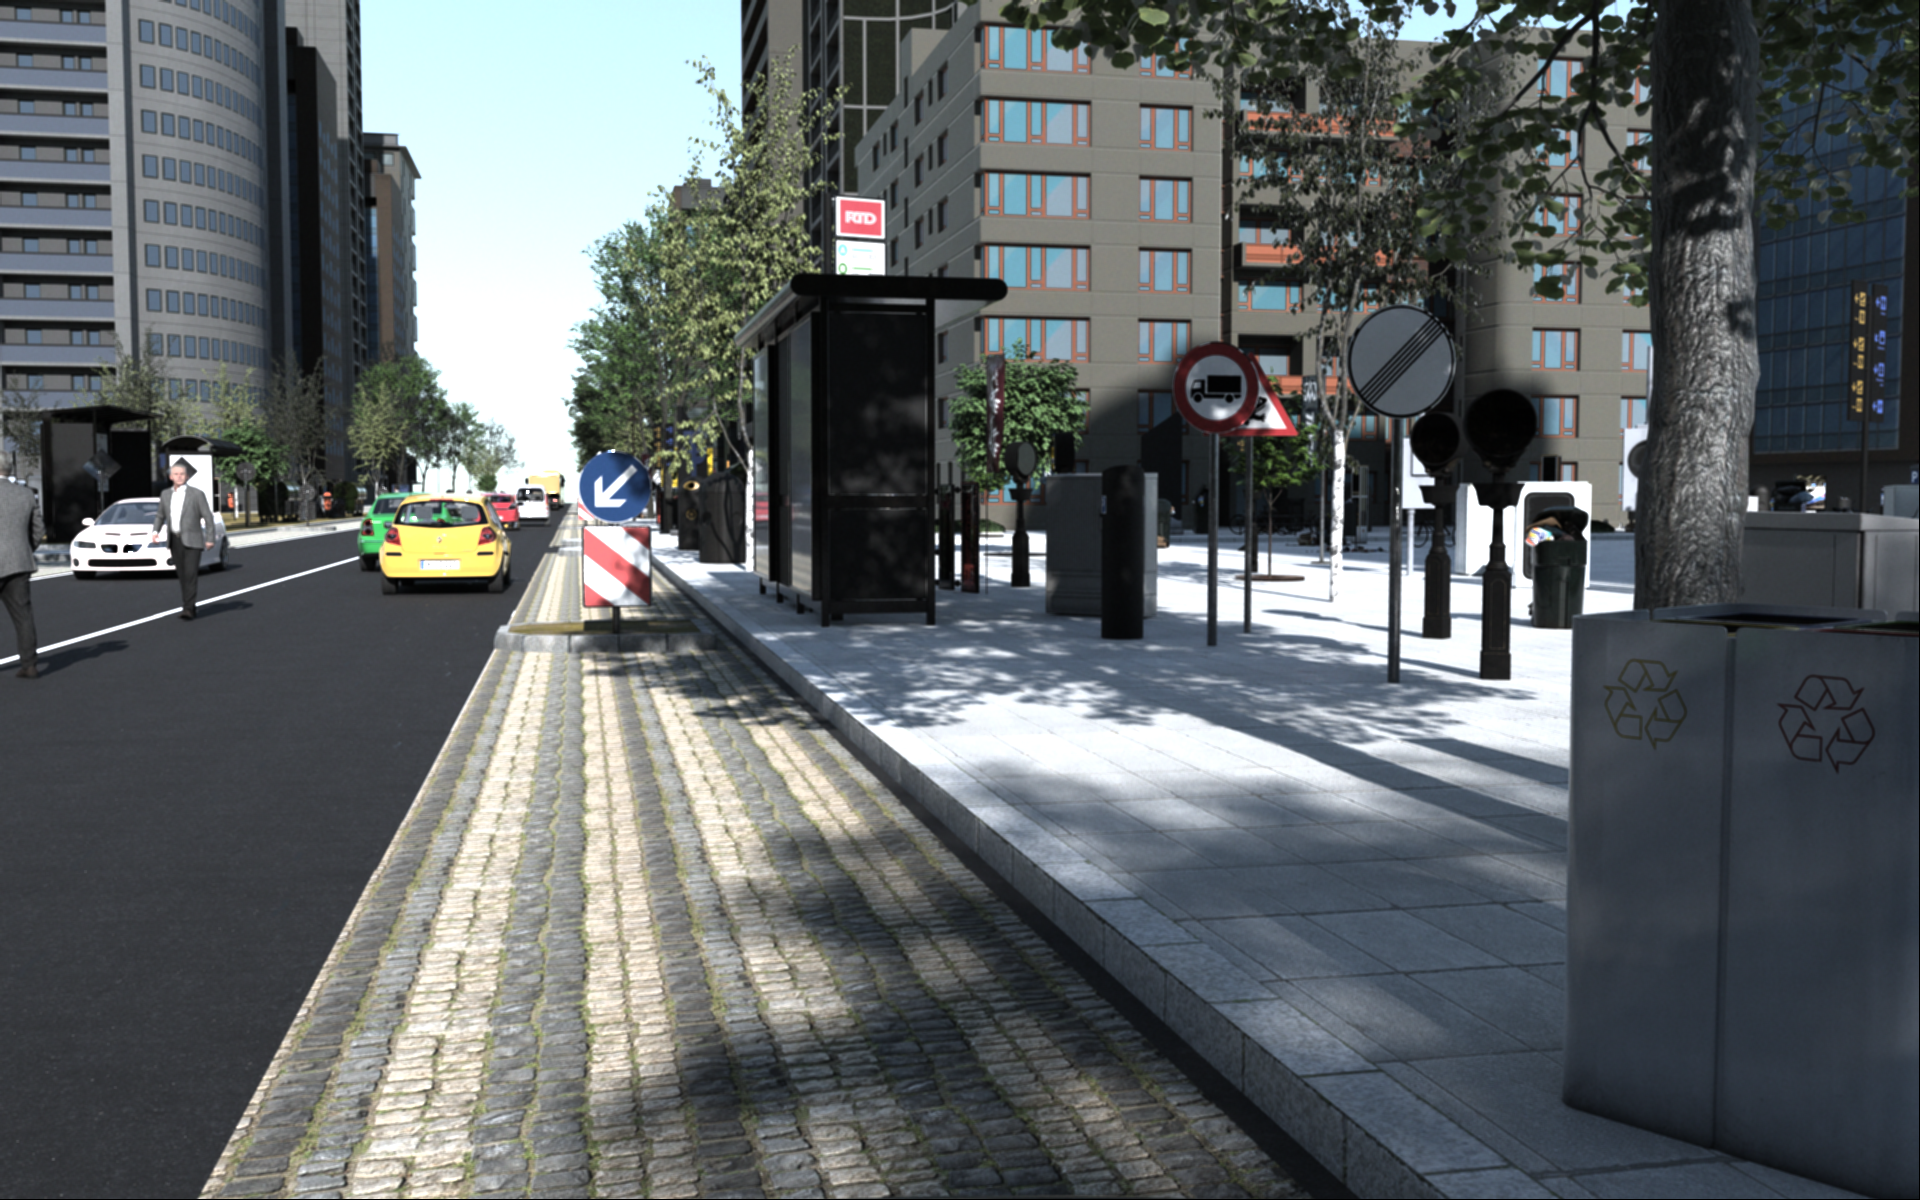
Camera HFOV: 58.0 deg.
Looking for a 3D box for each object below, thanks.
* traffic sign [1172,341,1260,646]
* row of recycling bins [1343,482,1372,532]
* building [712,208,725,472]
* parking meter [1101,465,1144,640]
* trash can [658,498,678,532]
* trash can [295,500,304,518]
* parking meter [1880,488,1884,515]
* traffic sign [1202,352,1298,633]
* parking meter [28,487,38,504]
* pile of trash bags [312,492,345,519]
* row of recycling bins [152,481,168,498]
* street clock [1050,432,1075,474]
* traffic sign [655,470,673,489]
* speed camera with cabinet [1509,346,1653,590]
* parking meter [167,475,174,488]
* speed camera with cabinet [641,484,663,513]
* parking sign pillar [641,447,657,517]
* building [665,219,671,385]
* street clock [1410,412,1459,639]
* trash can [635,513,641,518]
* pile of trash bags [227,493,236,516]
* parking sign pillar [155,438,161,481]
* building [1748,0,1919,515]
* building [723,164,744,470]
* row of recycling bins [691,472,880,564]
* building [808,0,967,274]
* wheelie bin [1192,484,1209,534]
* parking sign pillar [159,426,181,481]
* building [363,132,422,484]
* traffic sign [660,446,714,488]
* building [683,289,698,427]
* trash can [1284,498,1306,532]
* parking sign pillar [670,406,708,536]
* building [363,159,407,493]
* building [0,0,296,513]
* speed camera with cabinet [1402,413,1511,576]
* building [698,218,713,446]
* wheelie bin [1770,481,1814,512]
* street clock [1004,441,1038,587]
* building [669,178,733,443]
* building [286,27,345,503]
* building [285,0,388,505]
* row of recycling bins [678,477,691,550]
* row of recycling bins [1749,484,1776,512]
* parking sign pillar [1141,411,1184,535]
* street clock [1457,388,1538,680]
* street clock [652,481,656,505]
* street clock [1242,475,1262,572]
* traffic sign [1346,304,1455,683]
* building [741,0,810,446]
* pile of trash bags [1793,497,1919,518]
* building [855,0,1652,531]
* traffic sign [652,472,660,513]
[{"bbox_3d":[2.134,-0.885,14.583,0.768,2.556,0.104,-1,4,-12],"label":"traffic sign"},{"bbox_3d":[13.594,-3.247,60.197,1.069,1.692,3.534,0,4,4],"label":"row of recycling bins"},{"bbox_3d":[-16.164,-24.290,168.834,14.160,30.474,14.107,-1,4,-12],"label":"building"},{"bbox_3d":[1.447,-0.428,15.403,0.372,1.533,0.369,0,3,0],"label":"parking meter"},{"bbox_3d":[-9.724,-2.828,57.886,0.748,1.137,0.748,0,3,0],"label":"trash can"},{"bbox_3d":[-35.859,-5.052,94.253,0.748,1.137,0.748,0,3,0],"label":"trash can"},{"bbox_3d":[37.186,-3.742,69.587,0.372,1.533,0.369,0,3,0],"label":"parking meter"},{"bbox_3d":[2.659,-0.975,15.951,0.884,2.594,0.081,0,4,-4],"label":"traffic sign"},{"bbox_3d":[-34.403,-3.416,64.265,0.372,1.533,0.369,0,3,0],"label":"parking meter"},{"bbox_3d":[-33.116,-4.939,90.502,1.912,1.369,3.447,-2,4,-24],"label":"pile of trash bags"},{"bbox_3d":[-26.001,-3.000,56.160,1.069,1.692,3.534,-2,4,-30],"label":"row of recycling bins"},{"bbox_3d":[1.204,-0.968,20.402,0.358,2.002,0.471,0,4,-5],"label":"street clock"},{"bbox_3d":[-17.915,-6.734,103.968,2.265,3.308,0.079,-1,4,-9],"label":"traffic sign"},{"bbox_3d":[8.528,-1.770,23.279,2.038,3.252,0.660,1,4,19],"label":"speed camera with cabinet"},{"bbox_3d":[-24.486,-2.956,54.041,0.399,1.863,0.255,-2,4,-29],"label":"parking meter"},{"bbox_3d":[-18.432,-6.623,102.616,2.038,3.252,0.660,1,4,10],"label":"speed camera with cabinet"},{"bbox_3d":[-17.844,-6.724,98.415,1.447,3.967,1.447,-1,4,-9],"label":"parking sign pillar"},{"bbox_3d":[-34.229,-37.509,267.897,22.147,44.769,28.867,-1,4,-12],"label":"building"},{"bbox_3d":[4.249,-0.661,15.376,0.471,2.002,0.358,3,5,40],"label":"street clock"},{"bbox_3d":[-17.191,-4.894,91.664,0.748,1.137,0.748,0,3,0],"label":"trash can"},{"bbox_3d":[-43.846,-5.567,100.768,3.447,1.369,1.912,-2,4,-29],"label":"pile of trash bags"},{"bbox_3d":[-38.230,-5.820,83.632,1.447,3.967,1.447,1,4,8],"label":"parking sign pillar"},{"bbox_3d":[45.038,-26.144,77.569,14.200,45.320,14.600,-1,4,-12],"label":"building"},{"bbox_3d":[-13.143,-23.448,155.080,14.160,30.474,14.107,-1,4,-12],"label":"building"},{"bbox_3d":[-3.170,-1.568,32.744,3.534,1.692,1.069,-2,4,-26],"label":"row of recycling bins"},{"bbox_3d":[-0.617,-41.288,113.315,20.563,71.187,20.611,-1,4,-12],"label":"building"},{"bbox_3d":[7.846,-2.928,55.788,0.693,1.594,0.980,0,4,-1],"label":"wheelie bin"},{"bbox_3d":[-30.841,-4.912,68.780,1.447,3.967,1.447,-2,4,-25],"label":"parking sign pillar"},{"bbox_3d":[-94.333,-40.636,253.642,28.713,52.752,27.495,-1,4,-12],"label":"building"},{"bbox_3d":[-11.602,-4.881,73.674,2.265,3.308,0.079,-1,4,-11],"label":"traffic sign"},{"bbox_3d":[-30.055,-28.160,232.120,14.160,30.474,14.107,-1,4,-12],"label":"building"},{"bbox_3d":[11.454,-2.912,59.263,0.748,1.137,0.748,0,3,0],"label":"trash can"},{"bbox_3d":[-8.254,-3.977,53.503,1.447,3.967,1.447,1,4,16],"label":"parking sign pillar"},{"bbox_3d":[-83.078,-35.736,234.398,14.600,45.320,14.200,-1,4,-12],"label":"building"},{"bbox_3d":[-62.729,-35.795,127.243,21.231,58.520,28.212,-1,4,-12],"label":"building"},{"bbox_3d":[7.875,-2.016,27.291,2.038,3.252,0.660,0,4,-4],"label":"speed camera with cabinet"},{"bbox_3d":[-19.694,-25.137,182.693,14.160,30.474,14.107,-1,4,-12],"label":"building"},{"bbox_3d":[19.431,-1.994,40.515,0.980,1.594,0.693,3,4,36],"label":"wheelie bin"},{"bbox_3d":[0.838,-1.183,23.909,0.358,2.002,0.471,3,5,41],"label":"street clock"},{"bbox_3d":[-33.746,-36.429,245.717,14.600,45.320,14.200,-1,4,-12],"label":"building"},{"bbox_3d":[-68.925,-31.784,169.779,14.600,45.320,14.200,-1,4,-12],"label":"building"},{"bbox_3d":[-83.029,-47.541,215.539,20.563,71.187,20.611,-1,4,-12],"label":"building"},{"bbox_3d":[-4.948,-1.957,39.111,3.534,1.692,1.069,2,4,33],"label":"row of recycling bins"},{"bbox_3d":[46.149,-5.567,98.127,1.069,1.692,3.534,-1,4,-13],"label":"row of recycling bins"},{"bbox_3d":[6.355,-4.049,54.672,1.447,3.967,1.447,0,4,6],"label":"parking sign pillar"},{"bbox_3d":[3.720,-0.453,11.980,0.471,2.002,0.358,1,4,11],"label":"street clock"},{"bbox_3d":[-17.176,-5.630,96.622,0.471,2.002,0.358,0,4,-3],"label":"street clock"},{"bbox_3d":[4.795,-1.456,28.369,0.471,2.002,0.358,1,4,10],"label":"street clock"},{"bbox_3d":[2.953,-0.710,11.716,0.768,2.556,0.104,-1,4,-9],"label":"traffic sign"},{"bbox_3d":[-5.653,-31.448,137.869,21.300,48.544,21.600,-1,4,-12],"label":"building"},{"bbox_3d":[14.327,-1.047,26.870,3.447,1.369,1.912,-1,4,-22],"label":"pile of trash bags"},{"bbox_3d":[11.835,-14.154,76.458,28.899,21.520,27.650,-1,4,-12],"label":"building"},{"bbox_3d":[-17.723,-6.170,100.986,0.768,2.556,0.104,-1,4,-11],"label":"traffic sign"}]
